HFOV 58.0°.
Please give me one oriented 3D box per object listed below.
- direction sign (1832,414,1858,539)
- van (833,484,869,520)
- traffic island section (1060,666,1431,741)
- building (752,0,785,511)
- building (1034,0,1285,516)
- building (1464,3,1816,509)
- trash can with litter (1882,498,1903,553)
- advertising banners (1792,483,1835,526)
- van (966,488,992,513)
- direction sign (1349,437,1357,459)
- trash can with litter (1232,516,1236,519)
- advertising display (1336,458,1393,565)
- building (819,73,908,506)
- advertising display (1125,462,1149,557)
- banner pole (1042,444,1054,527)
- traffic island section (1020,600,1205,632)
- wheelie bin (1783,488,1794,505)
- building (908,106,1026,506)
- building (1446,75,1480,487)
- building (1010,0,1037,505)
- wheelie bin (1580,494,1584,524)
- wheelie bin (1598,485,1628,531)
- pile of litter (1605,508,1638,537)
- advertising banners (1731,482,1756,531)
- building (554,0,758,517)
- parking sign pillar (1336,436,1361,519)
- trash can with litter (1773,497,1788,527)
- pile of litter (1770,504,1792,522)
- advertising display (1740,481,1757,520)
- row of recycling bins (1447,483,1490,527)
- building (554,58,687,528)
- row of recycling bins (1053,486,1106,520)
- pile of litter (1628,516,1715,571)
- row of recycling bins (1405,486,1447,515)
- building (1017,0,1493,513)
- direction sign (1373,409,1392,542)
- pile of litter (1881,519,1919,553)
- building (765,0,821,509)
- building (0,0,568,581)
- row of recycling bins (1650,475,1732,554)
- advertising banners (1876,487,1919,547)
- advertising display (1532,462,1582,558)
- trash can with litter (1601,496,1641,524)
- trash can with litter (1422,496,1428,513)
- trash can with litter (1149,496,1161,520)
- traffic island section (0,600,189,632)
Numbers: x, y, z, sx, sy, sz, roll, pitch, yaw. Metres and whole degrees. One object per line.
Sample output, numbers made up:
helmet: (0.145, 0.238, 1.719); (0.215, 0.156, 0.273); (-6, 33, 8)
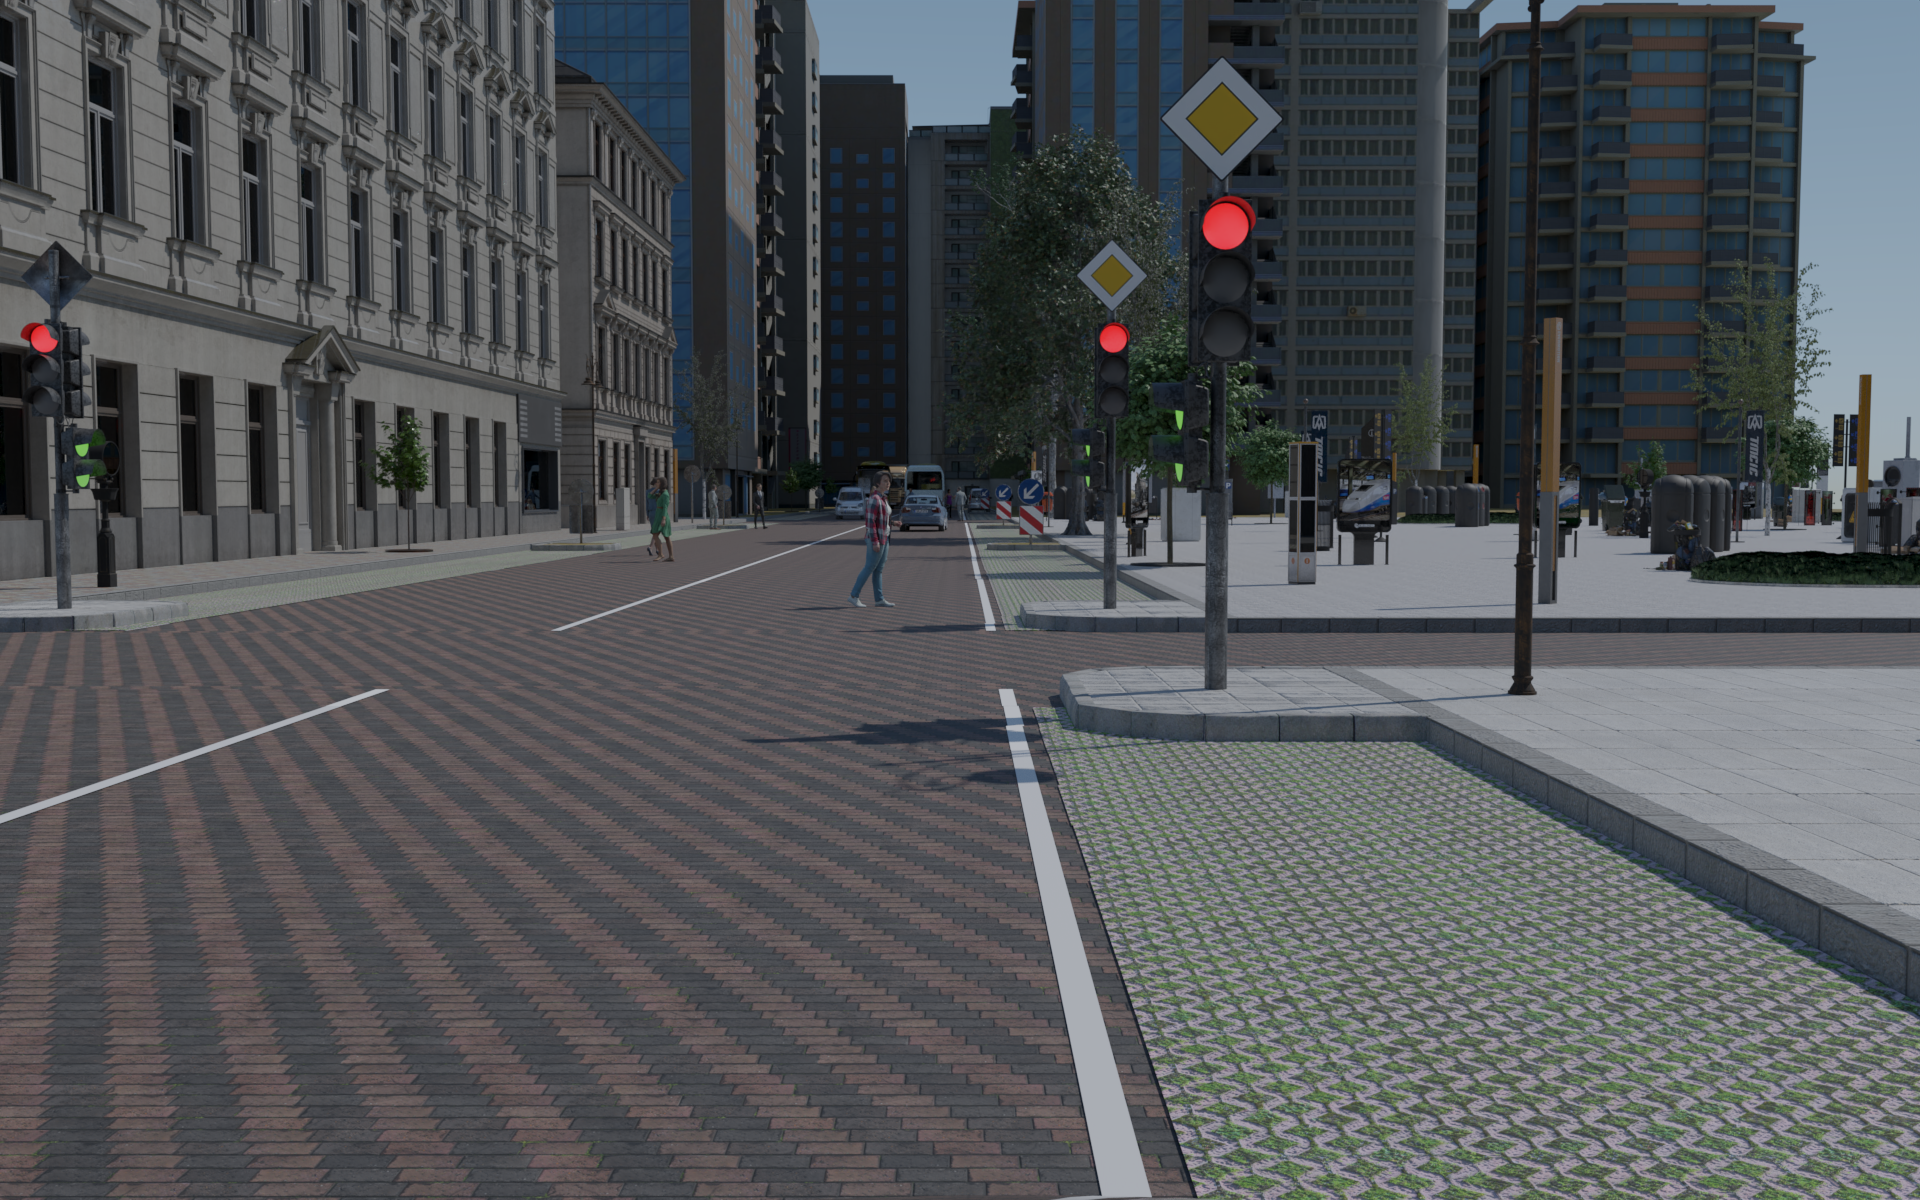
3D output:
direction sign: (25.104, -3.493, 49.103); (0.876, 3.537, 0.379); (-1, 4, -13)
van: (-6.184, -5.607, 98.687); (2.013, 2.044, 4.112); (0, 4, -1)
traffic island section: (1.706, 0.665, 11.410); (2.009, 0.180, 2.903); (0, 3, 0)
building: (-24.328, -28.660, 123.217); (22.147, 44.769, 28.867); (0, 3, 0)
building: (11.902, -28.045, 108.646); (14.600, 45.320, 14.200); (0, 3, 0)
building: (61.032, -30.763, 157.597); (28.867, 44.769, 22.147); (0, 3, 0)
trash can with litter: (17.714, -1.346, 33.068); (1.678, 1.210, 2.233); (0, 4, 1)
advertising banners: (34.719, -4.553, 70.632); (2.074, 3.025, 0.090); (0, 4, -8)
van: (1.414, -7.500, 129.637); (2.013, 2.044, 4.112); (0, 4, -1)
direction sign: (15.621, -4.703, 68.895); (0.379, 3.537, 0.876); (2, 4, 33)
trash can with litter: (13.977, -4.874, 90.754); (1.678, 1.210, 2.233); (3, 4, 38)
advertising display: (7.322, -1.601, 31.384); (0.974, 1.923, 0.123); (0, 4, 3)
building: (-12.729, -32.750, 185.581); (14.200, 45.320, 14.600); (0, 3, 0)
advertising display: (3.625, -1.849, 35.441); (0.123, 1.923, 0.974); (2, 4, 28)
banner pole: (3.349, -4.721, 67.203); (0.401, 3.779, 0.863); (-1, 4, -23)
traffic island section: (1.701, 0.176, 19.395); (2.009, 0.180, 2.903); (0, 3, 0)
wheelie bin: (43.567, -5.073, 90.848); (0.693, 1.594, 0.980); (0, 4, 7)
building: (1.413, -30.734, 186.098); (14.086, 41.232, 14.154); (0, 3, 0)
building: (39.363, -29.260, 161.997); (14.086, 41.232, 14.154); (0, 3, 0)
building: (15.715, -30.572, 154.479); (22.147, 44.769, 28.867); (0, 3, 0)
wheelie bin: (26.623, -4.119, 75.248); (0.693, 1.594, 0.980); (-1, 4, -15)
wheelie bin: (22.711, -3.207, 60.348); (0.980, 1.594, 0.693); (0, 4, 0)
pile of litter: (20.318, -2.396, 53.134); (1.719, 0.858, 1.176); (-3, 4, -37)
advertising banners: (26.784, -3.881, 59.649); (0.090, 3.025, 2.074); (-1, 4, -14)
building: (-19.699, -27.604, 101.435); (14.600, 45.320, 14.200); (0, 3, 0)
parking sign pillar: (18.268, -5.637, 80.638); (1.447, 3.967, 1.447); (0, 4, -2)
trash can with litter: (32.287, -3.461, 67.972); (0.624, 1.170, 1.055); (1, 4, 12)
pile of litter: (37.670, -3.975, 78.962); (1.176, 0.858, 1.719); (0, 4, 2)
advertising display: (39.054, -4.935, 85.904); (0.123, 1.923, 0.974); (-2, 4, -31)
row of recycling bins: (20.188, -3.744, 68.325); (1.069, 1.692, 3.534); (2, 4, 26)
building: (-18.266, -12.755, 73.169); (10.561, 19.102, 19.286); (0, 3, 0)
row of recycling bins: (6.165, -4.887, 87.016); (3.534, 1.692, 1.069); (3, 5, 40)
pile of litter: (12.345, -0.927, 29.123); (1.176, 0.858, 1.719); (-1, 4, -16)
row of recycling bins: (23.732, -4.876, 86.833); (3.534, 1.692, 1.069); (-2, 4, -35)
building: (20.602, -26.671, 127.959); (32.217, 40.220, 23.993); (0, 3, 0)
direction sign: (11.274, -3.320, 46.286); (0.379, 3.537, 0.876); (3, 5, 44)
pile of litter: (20.436, -1.404, 36.920); (1.176, 0.858, 1.719); (0, 4, 1)
building: (-24.111, -32.690, 158.182); (21.600, 48.544, 21.300); (0, 3, 0)
building: (-21.958, -16.194, 41.189); (17.030, 29.872, 44.131); (0, 3, 0)
row of recycling bins: (16.189, -1.901, 38.194); (1.069, 1.692, 3.534); (3, 5, 40)
advertising banners: (22.783, -2.761, 41.338); (0.090, 3.025, 2.074); (-1, 4, -20)
advertising display: (12.049, -1.821, 34.984); (0.974, 1.923, 0.123); (0, 4, -7)
trash can with litter: (28.516, -3.844, 73.912); (2.233, 1.210, 1.678); (1, 4, 12)
trash can with litter: (21.579, -4.213, 79.942); (1.678, 1.210, 2.233); (1, 4, 19)
trash can with litter: (9.684, -4.510, 84.800); (2.233, 1.210, 1.678); (3, 5, 44)
traffic island section: (-10.041, 0.177, 19.393); (2.009, 0.180, 2.903); (0, 3, 0)
